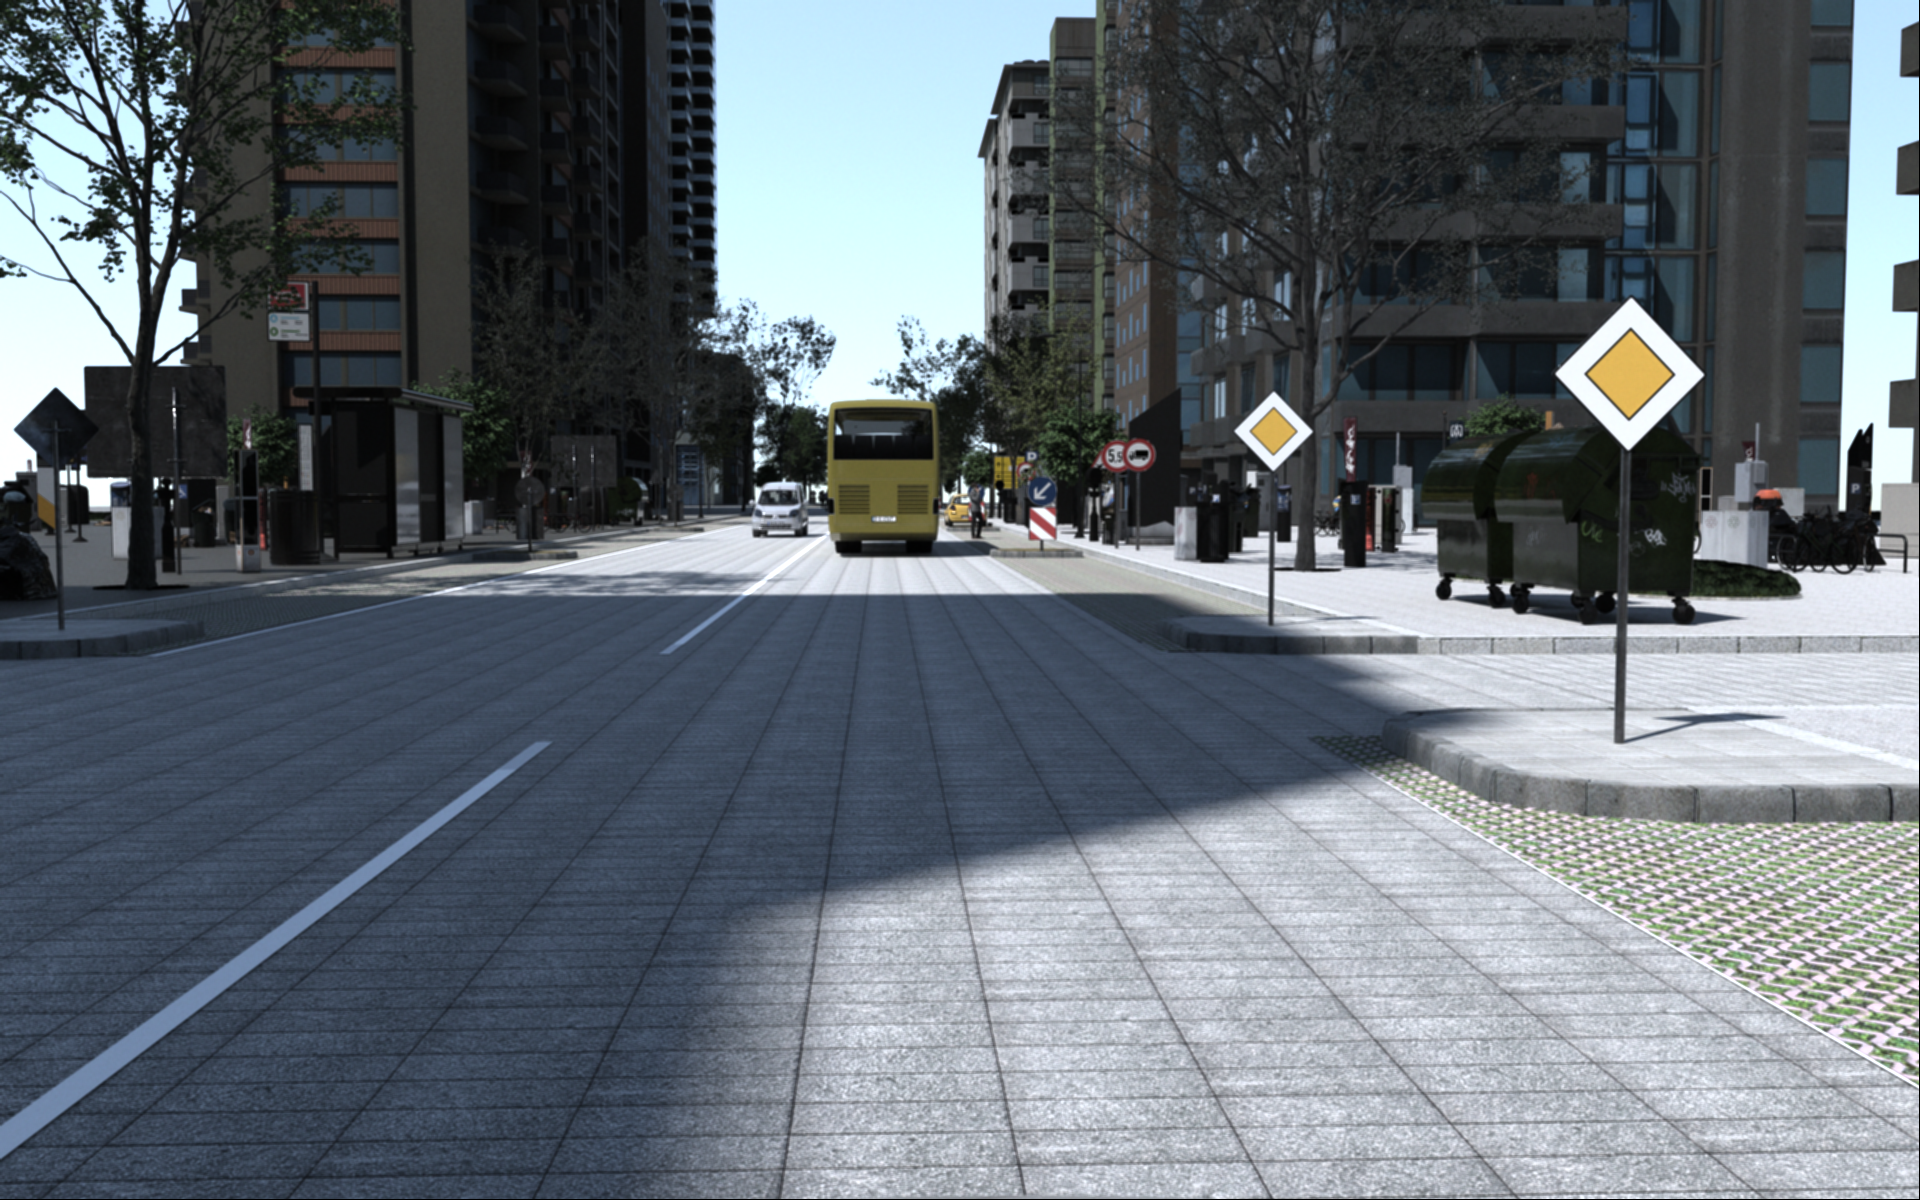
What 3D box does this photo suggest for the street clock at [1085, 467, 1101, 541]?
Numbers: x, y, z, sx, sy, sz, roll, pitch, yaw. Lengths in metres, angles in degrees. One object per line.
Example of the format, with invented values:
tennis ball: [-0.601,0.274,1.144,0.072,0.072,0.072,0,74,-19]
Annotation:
street clock: [3.640,-2.591,46.937,0.471,2.002,0.358,-2,4,-30]

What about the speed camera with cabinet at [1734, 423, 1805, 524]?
speed camera with cabinet: [22.797,-3.328,48.742,2.038,3.252,0.660,-1,4,-21]

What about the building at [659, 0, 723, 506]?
building: [-37.873,-53.994,195.471,22.319,86.520,31.000,0,4,-3]

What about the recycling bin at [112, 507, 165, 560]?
recycling bin: [-16.137,-1.314,34.045,0.722,1.027,0.722,0,4,3]

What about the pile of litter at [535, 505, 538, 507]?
pile of litter: [-18.703,-3.786,75.858,1.719,0.858,1.176,-1,4,-15]

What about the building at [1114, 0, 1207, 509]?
building: [16.804,-27.524,100.128,14.600,45.320,14.200,0,4,-3]

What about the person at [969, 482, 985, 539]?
person: [0.537,-2.834,55.017,0.473,1.802,0.592,3,5,39]

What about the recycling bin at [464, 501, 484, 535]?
recycling bin: [-15.532,-2.569,54.559,0.722,1.027,0.722,1,4,9]

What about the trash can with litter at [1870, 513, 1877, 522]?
trash can with litter: [40.472,-4.110,78.252,2.233,1.210,1.678,-1,4,-8]

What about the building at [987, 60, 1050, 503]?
building: [18.820,-37.945,209.642,28.713,52.752,27.495,0,4,-3]

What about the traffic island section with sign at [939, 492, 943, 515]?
traffic island section with sign: [-1.763,-6.601,116.551,1.989,1.847,2.006,0,4,-3]

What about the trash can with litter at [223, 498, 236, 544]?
trash can with litter: [-18.735,-2.050,44.901,0.624,1.170,1.055,-2,4,-29]

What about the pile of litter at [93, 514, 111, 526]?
pile of litter: [-34.523,-3.470,70.697,1.719,0.858,1.176,1,4,20]

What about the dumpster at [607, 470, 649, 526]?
dumpster: [-13.350,-4.088,69.326,1.502,2.255,1.985,0,4,-2]

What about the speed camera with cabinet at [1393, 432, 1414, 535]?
speed camera with cabinet: [14.082,-3.706,54.934,0.660,3.252,2.038,1,4,13]

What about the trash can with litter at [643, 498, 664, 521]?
trash can with litter: [-14.887,-4.425,83.738,1.055,1.170,0.624,-3,4,-37]

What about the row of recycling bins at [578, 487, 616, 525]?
row of recycling bins: [-15.115,-3.992,72.375,1.069,1.692,3.534,0,4,2]

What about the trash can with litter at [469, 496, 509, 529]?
trash can with litter: [-17.708,-3.242,64.071,2.233,1.210,1.678,0,4,7]

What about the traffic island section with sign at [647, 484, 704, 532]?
traffic island section with sign: [-10.761,-3.488,65.652,1.989,1.847,2.006,0,4,-3]

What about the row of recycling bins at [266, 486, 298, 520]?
row of recycling bins: [-33.757,-4.846,86.337,1.069,1.692,3.534,0,4,4]

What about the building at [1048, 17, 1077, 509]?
building: [14.692,-28.710,153.005,14.154,41.232,14.086,0,4,-3]

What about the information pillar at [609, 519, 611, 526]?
information pillar: [-14.247,-4.850,70.657,0.183,3.616,0.504,0,4,-8]

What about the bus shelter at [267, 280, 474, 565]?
bus shelter: [-12.024,-3.527,35.303,2.179,5.291,8.768,0,4,-3]

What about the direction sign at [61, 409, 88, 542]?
direction sign: [-23.677,-3.333,46.498,0.876,3.537,0.379,1,4,16]

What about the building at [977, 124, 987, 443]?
building: [17.444,-39.680,238.006,28.713,52.752,27.495,0,4,-3]

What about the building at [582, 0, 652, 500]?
building: [-34.092,-42.216,128.487,20.563,71.187,20.611,0,4,-3]

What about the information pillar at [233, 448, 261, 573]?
information pillar: [-11.567,-1.444,28.104,0.304,2.012,0.304,-3,5,-40]

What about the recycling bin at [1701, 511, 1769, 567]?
recycling bin: [11.697,-0.832,26.157,0.722,1.027,0.722,-3,5,-39]

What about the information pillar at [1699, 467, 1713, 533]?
information pillar: [20.663,-2.659,47.971,0.304,2.012,0.304,2,4,27]

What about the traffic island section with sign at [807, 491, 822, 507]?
traffic island section with sign: [-16.748,-11.615,198.540,1.989,1.847,2.006,0,4,-3]

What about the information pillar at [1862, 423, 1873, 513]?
information pillar: [29.897,-4.022,57.111,0.183,3.616,0.504,0,4,-2]

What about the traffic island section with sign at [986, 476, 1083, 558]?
traffic island section with sign: [1.703,-1.892,39.559,1.989,1.847,2.006,0,4,-3]

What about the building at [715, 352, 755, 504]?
building: [-41.911,-23.387,227.422,27.650,21.520,28.899,0,4,-3]

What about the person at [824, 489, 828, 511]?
person: [-10.933,-8.308,144.200,0.599,1.838,0.709,-3,5,-43]

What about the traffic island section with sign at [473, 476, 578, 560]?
traffic island section with sign: [-9.505,-1.803,38.099,1.989,1.847,2.006,0,4,-3]

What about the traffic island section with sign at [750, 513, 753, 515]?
traffic island section with sign: [-13.045,-6.589,116.352,1.989,1.847,2.006,0,4,-3]

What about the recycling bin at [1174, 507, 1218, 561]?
recycling bin: [4.600,-1.291,33.663,0.722,1.027,0.722,0,4,-8]

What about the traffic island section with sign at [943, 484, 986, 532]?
traffic island section with sign: [0.483,-3.552,66.699,1.989,1.847,2.006,0,4,-3]

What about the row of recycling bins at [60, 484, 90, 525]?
row of recycling bins: [-37.868,-4.052,73.356,1.069,1.692,3.534,0,4,-5]

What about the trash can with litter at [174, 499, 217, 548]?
trash can with litter: [-18.364,-1.841,41.481,1.055,1.170,0.624,-1,4,-9]

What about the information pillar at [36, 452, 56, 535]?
information pillar: [-28.470,-3.829,53.953,0.504,3.616,0.183,-2,4,-29]

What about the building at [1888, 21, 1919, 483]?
building: [32.206,-25.089,33.912,21.600,48.544,21.300,0,4,-3]

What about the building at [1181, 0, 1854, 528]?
building: [22.752,-27.942,76.461,23.786,49.044,30.456,0,4,-3]

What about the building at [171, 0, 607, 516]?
building: [-33.773,-27.500,104.242,22.147,44.769,28.867,0,4,-3]

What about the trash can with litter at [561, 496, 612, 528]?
trash can with litter: [-14.177,-3.291,64.870,2.233,1.210,1.678,1,4,16]

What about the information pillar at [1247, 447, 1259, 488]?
information pillar: [10.524,-4.330,62.150,0.183,3.616,0.504,-3,5,-44]

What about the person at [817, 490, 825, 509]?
person: [-13.243,-9.739,167.742,1.348,1.823,0.705,2,4,23]

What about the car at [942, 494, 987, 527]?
car: [0.235,-4.069,76.757,2.015,1.641,3.980,0,4,-3]

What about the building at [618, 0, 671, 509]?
building: [-32.472,-30.378,146.792,14.600,45.320,14.200,0,4,-3]

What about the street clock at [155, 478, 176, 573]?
street clock: [-12.984,-1.456,28.371,0.358,2.002,0.471,-1,4,-19]

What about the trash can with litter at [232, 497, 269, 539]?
trash can with litter: [-20.330,-2.328,49.119,2.233,1.210,1.678,-1,4,-16]

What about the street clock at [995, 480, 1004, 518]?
street clock: [2.095,-5.311,91.405,0.471,2.002,0.358,0,4,6]

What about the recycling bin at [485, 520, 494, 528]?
recycling bin: [-18.312,-3.280,66.182,0.722,1.027,0.722,3,4,38]

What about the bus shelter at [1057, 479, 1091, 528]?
bus shelter: [4.640,-4.724,68.520,1.731,3.624,6.357,0,4,-3]

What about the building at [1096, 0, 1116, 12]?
building: [15.720,-26.362,114.612,14.154,41.232,14.086,0,4,-3]
